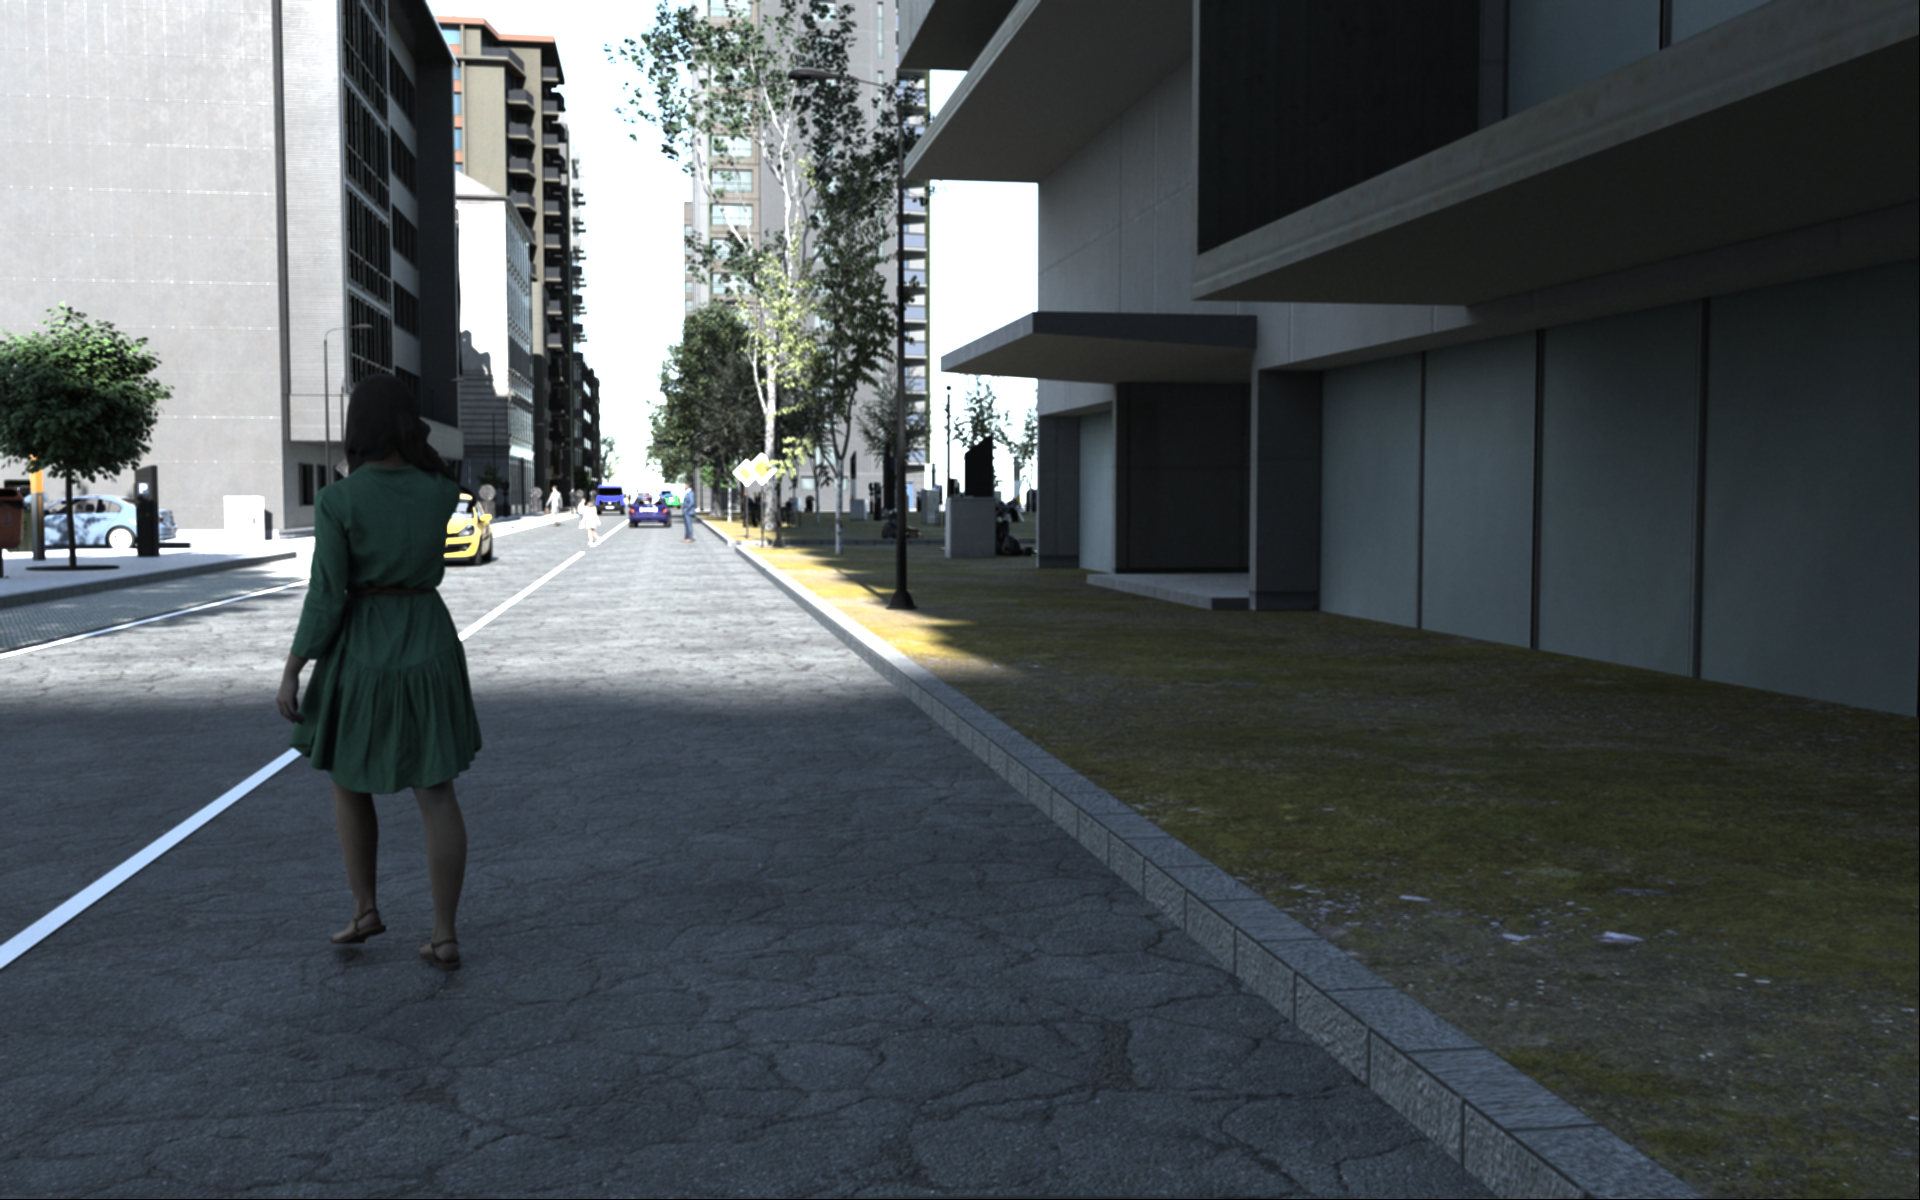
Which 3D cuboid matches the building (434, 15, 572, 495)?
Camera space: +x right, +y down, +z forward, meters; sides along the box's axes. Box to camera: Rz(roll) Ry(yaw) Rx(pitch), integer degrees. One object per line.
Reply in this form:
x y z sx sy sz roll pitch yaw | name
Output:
-48.322 -31.031 161.985 22.147 44.769 28.867 -1 4 -10 | building

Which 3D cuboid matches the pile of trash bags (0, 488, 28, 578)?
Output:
-15.571 -0.956 25.378 3.447 1.369 1.912 -3 5 -41 | pile of trash bags

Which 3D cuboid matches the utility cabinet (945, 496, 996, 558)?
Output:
0.209 -1.457 34.976 1.020 1.237 0.306 -2 4 -25 | utility cabinet

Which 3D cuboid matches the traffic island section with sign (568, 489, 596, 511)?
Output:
-32.054 -8.422 146.331 1.989 1.847 2.006 -1 4 -10 | traffic island section with sign

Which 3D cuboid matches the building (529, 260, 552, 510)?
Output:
-46.687 -17.649 133.594 27.650 21.520 28.899 -1 4 -10 | building

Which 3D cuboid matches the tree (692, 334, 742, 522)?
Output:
-10.614 -7.964 80.578 4.360 8.622 3.978 0 3 0 | tree

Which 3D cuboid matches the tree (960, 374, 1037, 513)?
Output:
0.971 -8.441 88.374 4.737 8.622 4.395 0 3 0 | tree

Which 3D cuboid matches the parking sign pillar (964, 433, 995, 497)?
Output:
0.861 -5.409 76.902 1.447 3.967 1.447 1 4 14 | parking sign pillar

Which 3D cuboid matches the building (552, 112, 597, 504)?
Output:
-58.260 -36.553 217.243 23.786 49.044 30.456 -1 4 -10 | building

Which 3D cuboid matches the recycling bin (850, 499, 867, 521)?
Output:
-4.920 -4.371 84.013 0.722 1.027 0.722 1 4 9 | recycling bin

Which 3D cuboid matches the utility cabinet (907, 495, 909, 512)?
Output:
-3.776 -6.849 123.149 0.306 1.237 1.020 0 4 -6 | utility cabinet

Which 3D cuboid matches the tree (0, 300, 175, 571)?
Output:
-15.175 -2.809 29.642 4.285 4.588 4.351 0 3 0 | tree

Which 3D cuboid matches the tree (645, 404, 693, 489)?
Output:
-32.446 -18.382 207.195 9.857 13.997 8.962 0 3 0 | tree

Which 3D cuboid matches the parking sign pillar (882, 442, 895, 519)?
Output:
-3.678 -6.191 89.695 1.447 3.967 1.447 -1 4 -11 | parking sign pillar

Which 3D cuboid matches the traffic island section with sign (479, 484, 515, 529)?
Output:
-19.222 -3.788 70.561 1.989 1.847 2.006 -1 4 -10 | traffic island section with sign

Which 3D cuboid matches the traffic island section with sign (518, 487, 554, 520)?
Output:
-23.708 -5.414 97.141 1.989 1.847 2.006 -1 4 -10 | traffic island section with sign

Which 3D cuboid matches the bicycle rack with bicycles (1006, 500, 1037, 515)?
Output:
3.320 -5.794 108.119 2.852 0.926 2.925 -2 4 -35 | bicycle rack with bicycles

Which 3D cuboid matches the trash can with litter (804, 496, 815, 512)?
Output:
-10.582 -6.740 121.584 0.624 1.170 1.055 1 4 10 | trash can with litter

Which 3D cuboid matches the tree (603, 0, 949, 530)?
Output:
-5.560 -12.644 62.624 12.611 20.169 13.585 0 3 0 | tree

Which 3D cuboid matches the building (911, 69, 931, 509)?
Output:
-13.366 -37.613 156.966 21.231 58.520 28.212 -1 4 -10 | building

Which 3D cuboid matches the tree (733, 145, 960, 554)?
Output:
-2.669 -5.301 37.027 4.737 8.622 4.395 0 3 0 | tree

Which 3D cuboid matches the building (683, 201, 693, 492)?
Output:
-31.788 -34.298 244.359 14.154 41.232 14.086 -1 4 -10 | building

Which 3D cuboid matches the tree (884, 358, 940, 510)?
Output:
-3.250 -8.823 94.618 4.360 8.622 3.978 0 3 0 | tree

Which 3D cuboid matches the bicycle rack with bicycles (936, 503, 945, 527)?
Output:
0.113 -3.392 68.845 2.852 0.926 2.925 0 4 -3 | bicycle rack with bicycles

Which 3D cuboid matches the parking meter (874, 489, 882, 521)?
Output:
-3.952 -4.578 83.261 0.372 1.533 0.369 0 3 0 | parking meter

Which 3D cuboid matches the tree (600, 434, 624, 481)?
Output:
-57.687 -21.573 278.467 9.928 11.665 9.643 0 3 0 | tree

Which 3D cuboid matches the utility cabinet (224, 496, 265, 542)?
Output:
-19.437 -2.197 47.078 0.306 1.237 1.020 2 4 34 | utility cabinet

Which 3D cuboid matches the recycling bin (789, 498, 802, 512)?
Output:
-11.795 -6.818 124.033 0.722 1.027 0.722 1 4 20 | recycling bin

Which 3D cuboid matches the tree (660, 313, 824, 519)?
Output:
-11.116 -9.444 88.818 8.767 10.594 7.601 -1 4 -9 | tree

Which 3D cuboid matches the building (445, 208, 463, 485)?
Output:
-33.355 -13.300 84.902 16.820 18.784 16.811 -1 4 -10 | building

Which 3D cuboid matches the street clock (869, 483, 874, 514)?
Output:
-5.810 -6.681 113.803 0.358 2.002 0.471 1 4 13 | street clock

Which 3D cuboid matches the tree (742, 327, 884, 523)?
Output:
-6.397 -7.644 75.348 4.360 8.622 3.978 0 3 0 | tree

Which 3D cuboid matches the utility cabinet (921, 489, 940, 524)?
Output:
-1.241 -3.973 73.644 0.318 1.500 1.173 2 4 26 | utility cabinet

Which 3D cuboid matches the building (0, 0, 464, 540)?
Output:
-26.749 -14.819 61.363 14.314 24.678 30.058 -1 4 -10 | building

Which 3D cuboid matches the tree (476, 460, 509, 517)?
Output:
-26.889 -6.377 98.872 1.663 3.219 1.824 0 3 0 | tree

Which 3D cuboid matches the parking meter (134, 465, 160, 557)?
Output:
-16.655 -1.820 35.461 0.399 1.863 0.255 0 4 4 | parking meter

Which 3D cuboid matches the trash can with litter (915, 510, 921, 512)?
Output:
-2.342 -6.925 124.285 1.678 1.210 2.233 -3 5 -41 | trash can with litter

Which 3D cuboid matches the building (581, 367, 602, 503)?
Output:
-65.885 -24.600 247.242 27.650 21.520 28.899 -1 4 -10 | building

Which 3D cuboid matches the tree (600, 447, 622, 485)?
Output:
-54.542 -19.377 267.171 4.737 8.622 4.395 0 3 0 | tree

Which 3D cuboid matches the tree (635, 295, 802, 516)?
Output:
-13.999 -11.205 100.202 9.611 12.733 9.660 0 3 0 | tree

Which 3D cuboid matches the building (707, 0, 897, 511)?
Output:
-12.615 -27.647 135.623 14.154 41.232 14.086 -1 4 -10 | building

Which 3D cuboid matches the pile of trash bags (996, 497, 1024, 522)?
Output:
1.379 -4.332 80.572 1.912 1.369 3.447 -3 5 -40 | pile of trash bags

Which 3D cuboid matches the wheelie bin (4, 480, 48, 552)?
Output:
-20.737 -1.862 38.346 0.980 1.594 0.693 -2 4 -27 | wheelie bin

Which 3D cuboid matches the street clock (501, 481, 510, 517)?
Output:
-25.289 -5.614 96.363 0.471 2.002 0.358 3 4 38 | street clock

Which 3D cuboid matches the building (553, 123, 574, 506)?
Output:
-48.929 -30.634 184.464 14.154 41.232 14.086 -1 4 -10 | building

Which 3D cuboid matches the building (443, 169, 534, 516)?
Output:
-32.407 -15.887 108.902 9.793 20.994 18.267 -1 4 -10 | building

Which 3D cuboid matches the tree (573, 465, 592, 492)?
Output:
-43.349 -13.045 196.991 4.285 4.588 4.351 0 3 0 | tree

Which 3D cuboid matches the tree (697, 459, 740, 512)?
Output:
-17.436 -8.699 125.934 4.285 4.588 4.351 0 3 0 | tree

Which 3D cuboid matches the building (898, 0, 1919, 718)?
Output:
14.293 -26.250 18.431 28.713 52.752 27.495 -1 4 -10 | building

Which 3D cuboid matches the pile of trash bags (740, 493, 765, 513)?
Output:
-14.205 -6.715 119.543 1.912 1.369 3.447 -3 4 -37 | pile of trash bags

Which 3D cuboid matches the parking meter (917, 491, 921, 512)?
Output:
-2.962 -7.184 125.861 0.372 1.533 0.369 0 3 0 | parking meter

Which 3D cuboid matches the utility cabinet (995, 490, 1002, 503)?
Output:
1.816 -5.365 96.403 1.173 1.500 0.318 -3 5 -41 | utility cabinet
